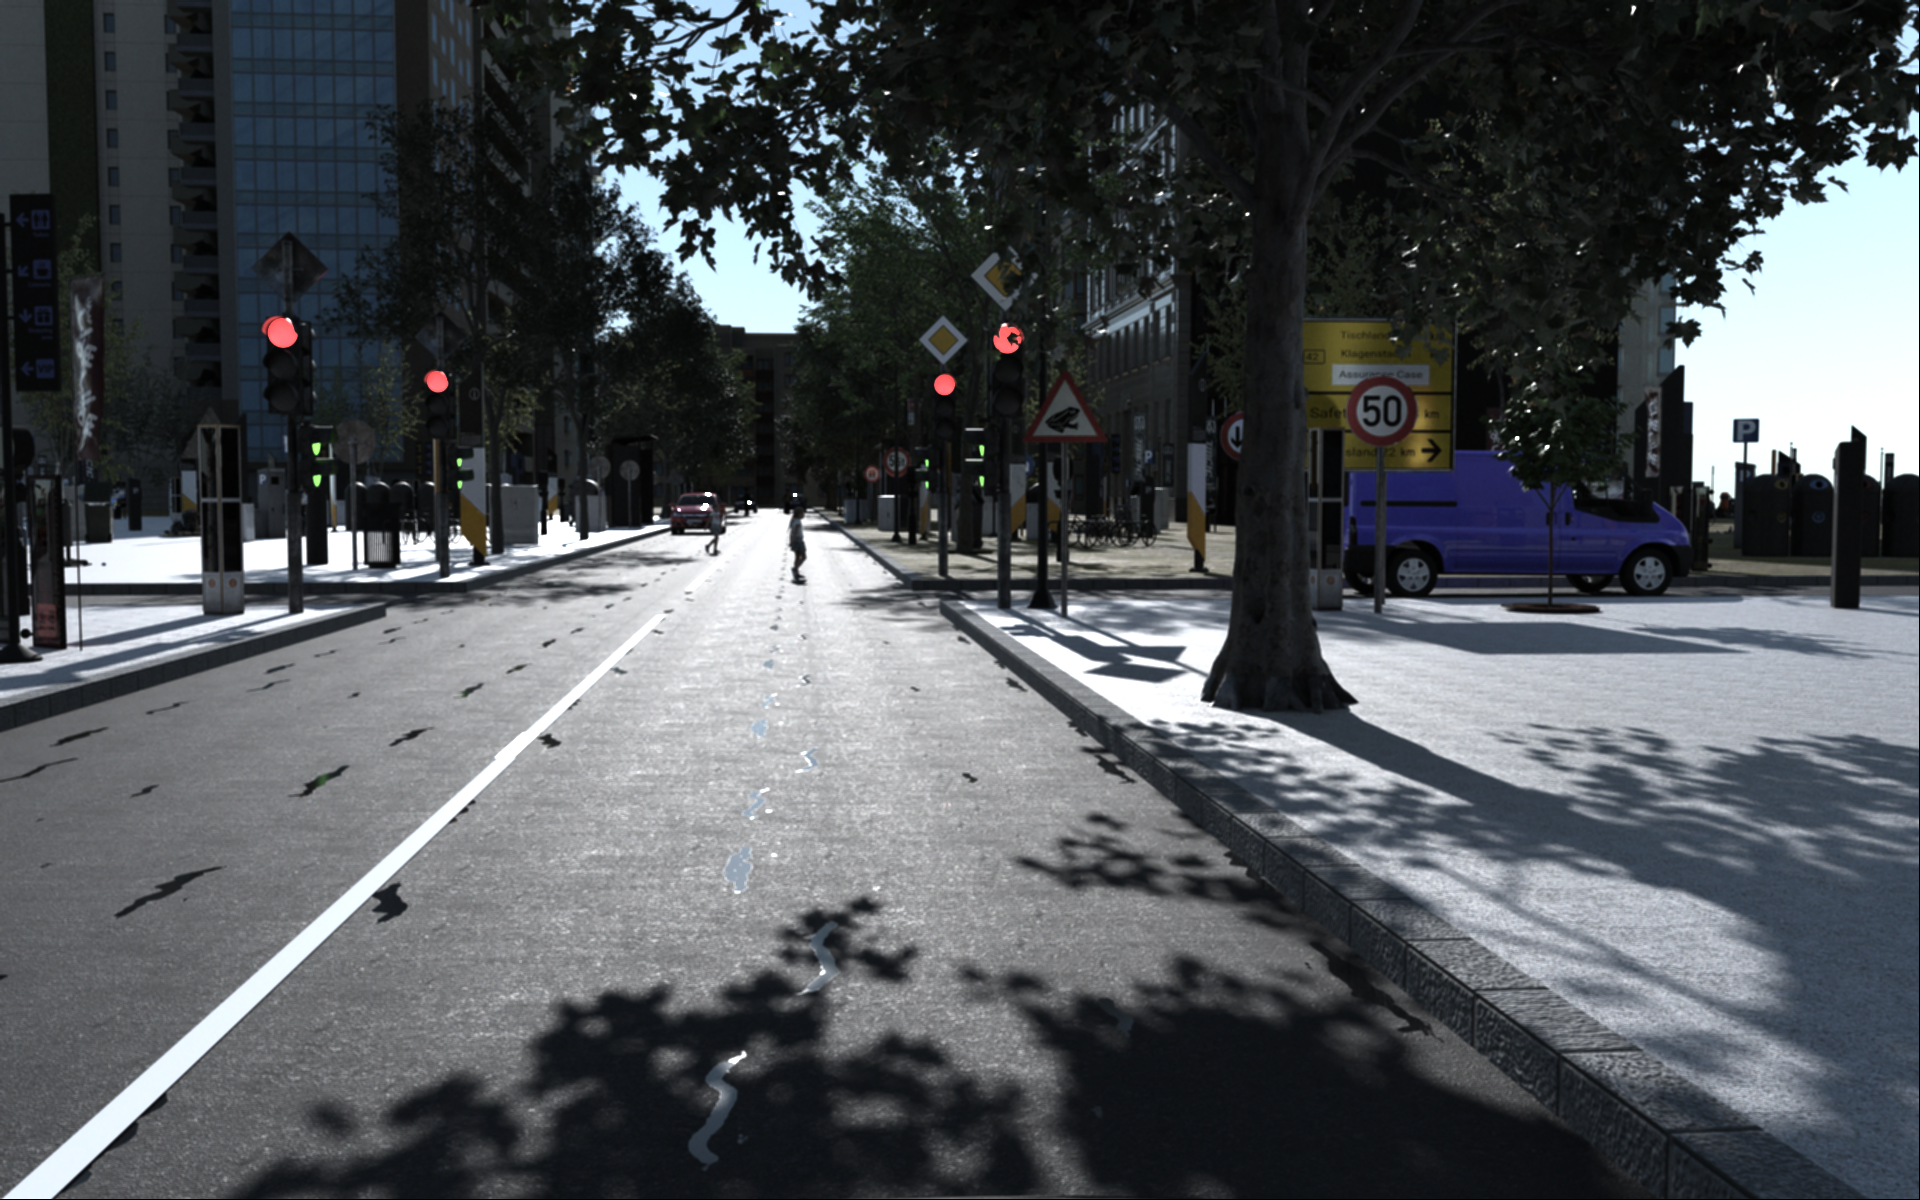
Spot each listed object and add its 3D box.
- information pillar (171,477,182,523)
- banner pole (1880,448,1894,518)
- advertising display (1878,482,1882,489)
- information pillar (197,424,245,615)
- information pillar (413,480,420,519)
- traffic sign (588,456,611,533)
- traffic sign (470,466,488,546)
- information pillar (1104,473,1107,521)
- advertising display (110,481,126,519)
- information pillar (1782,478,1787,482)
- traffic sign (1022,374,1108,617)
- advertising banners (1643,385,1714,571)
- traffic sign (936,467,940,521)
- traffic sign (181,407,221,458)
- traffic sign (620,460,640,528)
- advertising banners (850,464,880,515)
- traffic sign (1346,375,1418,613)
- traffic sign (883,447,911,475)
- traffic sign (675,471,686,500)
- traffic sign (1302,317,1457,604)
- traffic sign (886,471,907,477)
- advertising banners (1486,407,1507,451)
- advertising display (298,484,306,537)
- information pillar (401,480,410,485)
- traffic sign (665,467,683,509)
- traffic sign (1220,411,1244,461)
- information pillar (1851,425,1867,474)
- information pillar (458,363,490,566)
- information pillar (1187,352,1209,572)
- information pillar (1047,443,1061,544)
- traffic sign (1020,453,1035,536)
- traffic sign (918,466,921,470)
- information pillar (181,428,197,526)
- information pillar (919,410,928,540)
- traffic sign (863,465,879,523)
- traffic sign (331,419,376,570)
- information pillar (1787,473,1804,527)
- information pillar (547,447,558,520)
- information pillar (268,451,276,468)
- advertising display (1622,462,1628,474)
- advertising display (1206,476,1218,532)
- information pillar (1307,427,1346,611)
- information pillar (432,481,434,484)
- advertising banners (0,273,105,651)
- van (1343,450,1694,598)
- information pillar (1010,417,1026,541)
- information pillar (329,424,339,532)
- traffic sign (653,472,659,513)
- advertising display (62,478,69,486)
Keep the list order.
[{"bbox_3d":[-34.684,-4.416,76.697,0.304,2.012,0.304,3,5,39],"label":"information pillar"},{"bbox_3d":[49.818,-6.312,93.218,0.401,3.779,0.863,-3,5,-41],"label":"banner pole"},{"bbox_3d":[46.762,-5.122,88.953,0.974,1.923,0.123,2,4,29],"label":"advertising display"},{"bbox_3d":[-7.857,-0.852,18.427,0.304,2.012,0.304,2,4,26],"label":"information pillar"},{"bbox_3d":[-28.013,-5.189,89.331,0.304,2.012,0.304,-1,4,-10],"label":"information pillar"},{"bbox_3d":[-11.948,-3.503,57.381,0.768,2.556,0.104,0,4,4],"label":"traffic sign"},{"bbox_3d":[-12.008,-2.597,42.470,0.884,2.594,0.081,0,4,-4],"label":"traffic sign"},{"bbox_3d":[6.764,-5.595,82.826,0.504,3.616,0.183,0,4,-2],"label":"information pillar"},{"bbox_3d":[-43.128,-5.099,88.576,0.123,1.923,0.974,2,4,31],"label":"advertising display"},{"bbox_3d":[38.303,-4.647,80.475,0.304,2.012,0.304,2,4,28],"label":"information pillar"},{"bbox_3d":[1.084,-1.097,17.948,0.884,2.594,0.081,0,4,2],"label":"traffic sign"},{"bbox_3d":[11.770,-1.972,28.422,2.074,3.025,0.090,-3,4,-36],"label":"advertising banners"},{"bbox_3d":[-1.032,-5.027,82.188,0.884,2.594,0.081,0,4,1],"label":"traffic sign"},{"bbox_3d":[-11.205,-1.585,25.916,0.884,2.594,0.081,0,4,-3],"label":"traffic sign"},{"bbox_3d":[-12.400,-3.970,65.021,0.768,2.556,0.104,0,4,3],"label":"traffic sign"},{"bbox_3d":[-5.311,-6.182,97.265,2.074,3.025,0.090,-2,4,-25],"label":"advertising banners"},{"bbox_3d":[4.516,-1.133,18.629,0.768,2.556,0.104,0,4,2],"label":"traffic sign"},{"bbox_3d":[-1.711,-2.870,47.034,0.768,2.556,0.104,0,4,-1],"label":"traffic sign"},{"bbox_3d":[-13.909,-5.156,85.489,0.795,2.450,0.064,0,4,-1],"label":"traffic sign"},{"bbox_3d":[4.601,-1.601,20.046,2.265,3.308,0.079,0,4,-3],"label":"traffic sign"},{"bbox_3d":[-1.908,-3.204,52.484,0.768,2.556,0.104,0,4,1],"label":"traffic sign"},{"bbox_3d":[10.071,-2.351,34.634,2.074,3.025,0.090,-1,4,-17],"label":"advertising banners"},{"bbox_3d":[-19.778,-2.879,52.293,0.123,1.923,0.974,0,4,-1],"label":"advertising display"},{"bbox_3d":[-28.897,-5.247,90.282,0.304,2.012,0.304,2,4,25],"label":"information pillar"},{"bbox_3d":[-13.902,-5.147,84.164,0.884,2.594,0.081,0,4,-5],"label":"traffic sign"},{"bbox_3d":[4.385,-1.632,26.787,0.768,2.556,0.104,0,4,-5],"label":"traffic sign"},{"bbox_3d":[30.284,-4.104,58.453,0.504,3.616,0.183,3,5,41],"label":"information pillar"},{"bbox_3d":[-8.723,-2.427,31.043,0.504,3.616,0.183,1,4,16],"label":"information pillar"},{"bbox_3d":[3.893,-2.266,28.403,0.183,3.616,0.504,3,4,37],"label":"information pillar"},{"bbox_3d":[2.380,-3.272,44.856,0.504,3.616,0.183,-1,4,-13],"label":"information pillar"},{"bbox_3d":[1.891,-3.230,52.924,0.768,2.556,0.104,0,4,-5],"label":"traffic sign"},{"bbox_3d":[-1.523,-4.643,76.017,0.768,2.556,0.104,0,4,-5],"label":"traffic sign"},{"bbox_3d":[-27.295,-4.281,61.349,0.504,3.616,0.183,0,4,-2],"label":"information pillar"},{"bbox_3d":[-1.000,-3.497,48.526,0.183,3.616,0.504,1,4,13],"label":"information pillar"},{"bbox_3d":[-3.901,-4.698,76.914,0.768,2.556,0.104,0,3,0],"label":"traffic sign"},{"bbox_3d":[-10.275,-1.788,29.343,0.768,2.556,0.104,0,4,1],"label":"traffic sign"},{"bbox_3d":[29.845,-3.505,61.805,0.304,2.012,0.304,-1,4,-16],"label":"information pillar"},{"bbox_3d":[-20.172,-5.768,85.654,0.504,3.616,0.183,-1,4,-15],"label":"information pillar"},{"bbox_3d":[-37.605,-6.322,94.724,0.504,3.616,0.183,1,4,22],"label":"information pillar"},{"bbox_3d":[13.090,-1.839,35.284,0.974,1.923,0.123,3,5,44],"label":"advertising display"},{"bbox_3d":[8.329,-3.280,58.847,0.974,1.923,0.123,3,5,44],"label":"advertising display"},{"bbox_3d":[4.031,-0.893,19.099,0.304,2.012,0.304,-1,4,-14],"label":"information pillar"},{"bbox_3d":[-29.006,-5.591,95.899,0.304,2.012,0.304,3,5,39],"label":"information pillar"},{"bbox_3d":[-7.620,-1.113,14.383,2.074,3.025,0.090,2,4,35],"label":"advertising banners"},{"bbox_3d":[7.657,-1.231,24.518,5.245,2.365,2.240,0,4,-7],"label":"van"},{"bbox_3d":[1.577,-3.447,47.709,0.504,3.616,0.183,-2,4,-31],"label":"information pillar"},{"bbox_3d":[-21.010,-4.077,58.020,0.183,3.616,0.504,-2,4,-32],"label":"information pillar"},{"bbox_3d":[-17.451,-6.008,98.338,0.768,2.556,0.104,0,4,-2],"label":"traffic sign"},{"bbox_3d":[-35.311,-3.860,68.328,0.123,1.923,0.974,-1,4,-15],"label":"advertising display"}]
